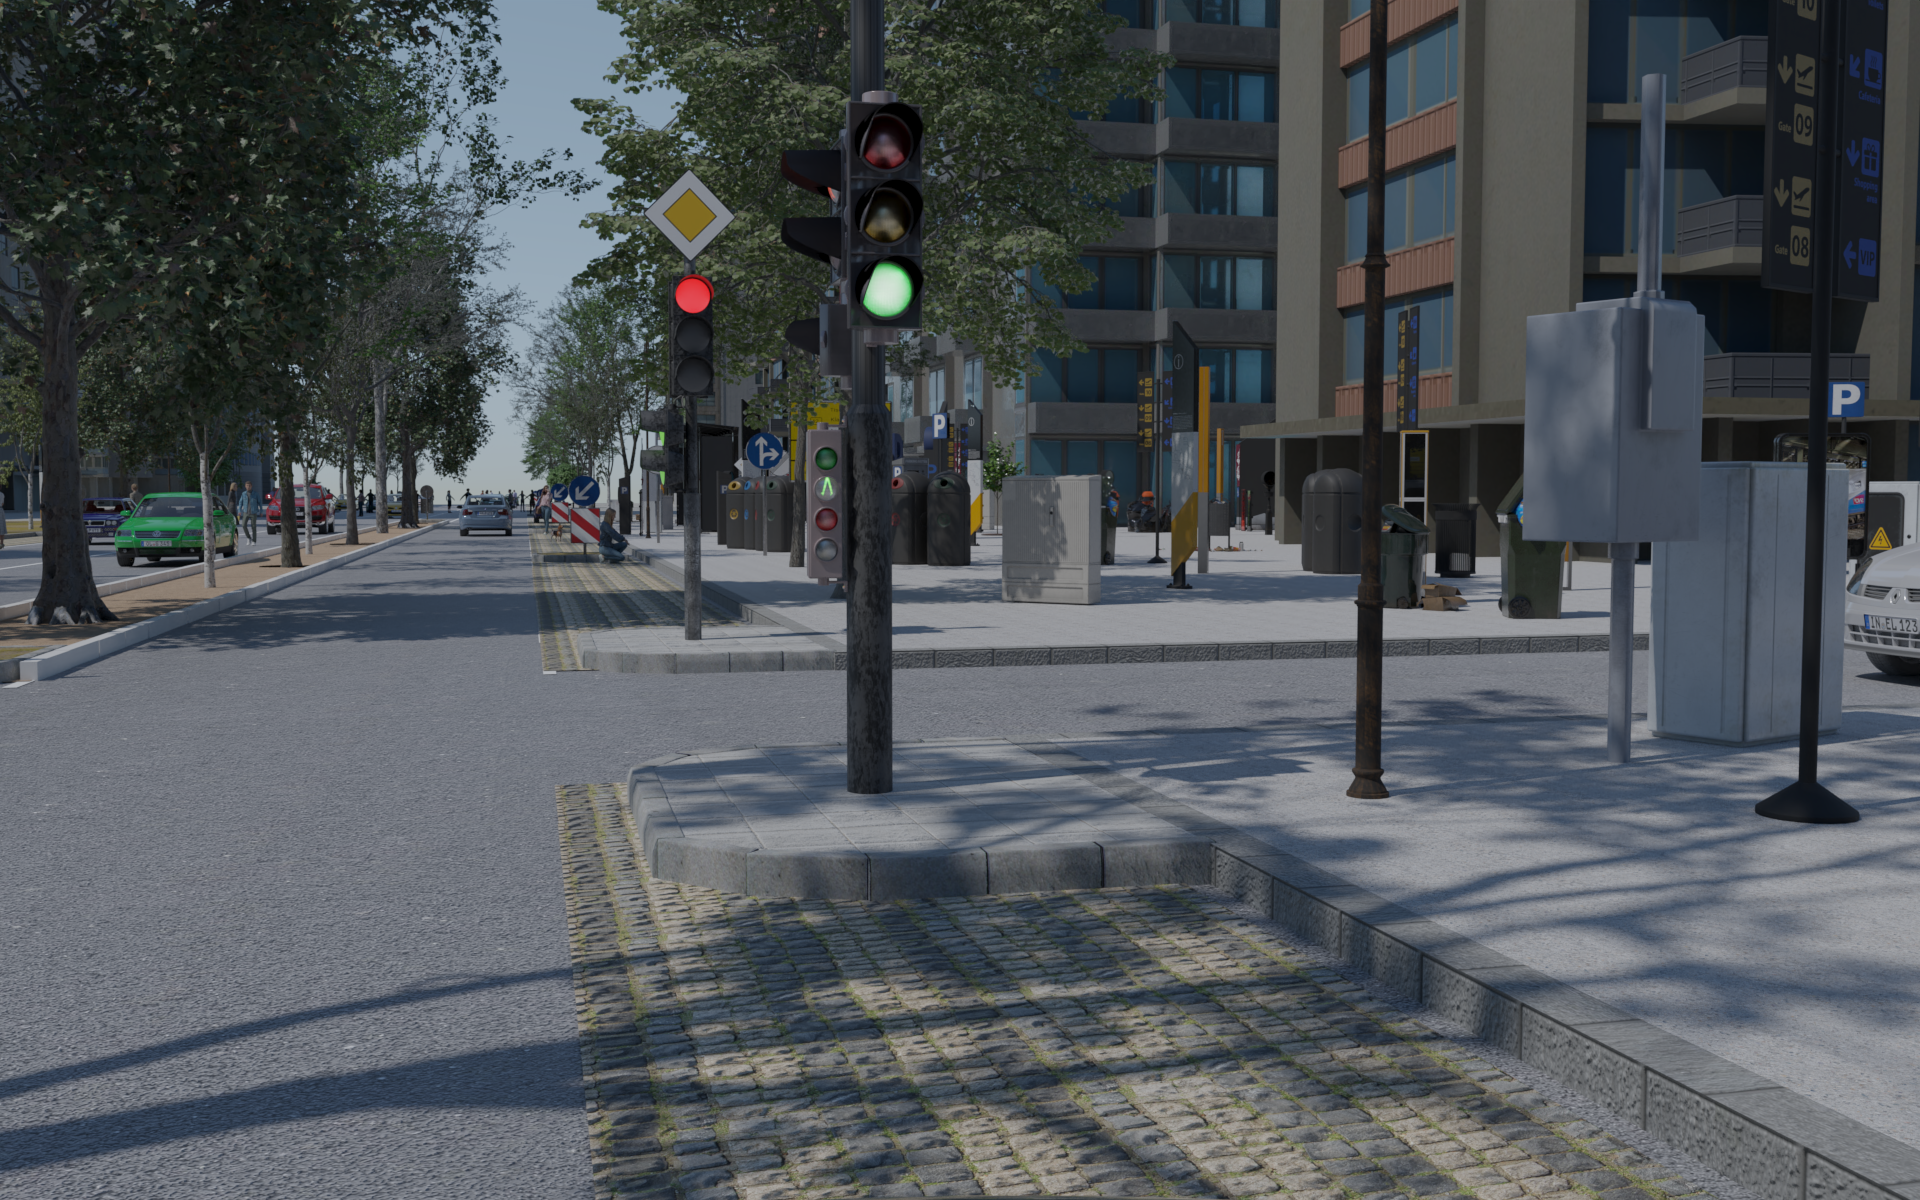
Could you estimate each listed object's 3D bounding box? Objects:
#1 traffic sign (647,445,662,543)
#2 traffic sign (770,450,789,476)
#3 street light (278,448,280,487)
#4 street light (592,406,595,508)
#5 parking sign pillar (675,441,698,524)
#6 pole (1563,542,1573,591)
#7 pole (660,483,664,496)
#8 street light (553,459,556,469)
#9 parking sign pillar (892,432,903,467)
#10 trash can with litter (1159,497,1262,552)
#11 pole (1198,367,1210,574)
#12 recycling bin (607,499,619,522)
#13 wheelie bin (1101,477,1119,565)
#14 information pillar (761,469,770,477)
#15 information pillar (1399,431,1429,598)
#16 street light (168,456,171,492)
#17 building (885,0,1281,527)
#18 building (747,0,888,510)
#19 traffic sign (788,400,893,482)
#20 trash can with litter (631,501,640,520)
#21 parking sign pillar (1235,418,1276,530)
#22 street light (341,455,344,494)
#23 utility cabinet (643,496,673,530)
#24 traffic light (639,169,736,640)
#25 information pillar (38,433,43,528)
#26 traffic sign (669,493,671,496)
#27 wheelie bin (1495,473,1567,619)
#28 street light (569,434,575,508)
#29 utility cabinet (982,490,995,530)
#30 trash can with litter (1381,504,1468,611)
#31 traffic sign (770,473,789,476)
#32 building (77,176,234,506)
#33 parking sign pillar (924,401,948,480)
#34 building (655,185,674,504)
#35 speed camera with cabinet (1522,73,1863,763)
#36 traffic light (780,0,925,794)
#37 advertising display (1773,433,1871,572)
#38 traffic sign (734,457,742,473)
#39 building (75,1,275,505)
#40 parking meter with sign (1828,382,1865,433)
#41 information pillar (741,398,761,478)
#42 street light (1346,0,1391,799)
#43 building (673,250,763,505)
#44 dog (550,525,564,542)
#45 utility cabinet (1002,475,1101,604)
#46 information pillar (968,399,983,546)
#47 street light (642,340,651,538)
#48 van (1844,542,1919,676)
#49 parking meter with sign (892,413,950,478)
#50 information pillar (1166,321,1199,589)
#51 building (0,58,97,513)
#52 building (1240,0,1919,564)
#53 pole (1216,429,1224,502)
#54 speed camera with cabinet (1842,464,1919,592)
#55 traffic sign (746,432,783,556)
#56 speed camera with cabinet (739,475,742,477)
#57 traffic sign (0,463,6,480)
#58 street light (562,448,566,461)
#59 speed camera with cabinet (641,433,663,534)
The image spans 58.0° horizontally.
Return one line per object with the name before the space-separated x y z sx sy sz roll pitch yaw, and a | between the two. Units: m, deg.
traffic sign | -7.889 -2.761 45.246 0.768 2.556 0.104 -1 4 -13
traffic sign | -5.187 -3.044 49.868 0.768 2.556 0.104 -1 4 -10
street light | -48.343 -9.186 122.981 0.468 5.910 1.993 -1 4 -14
street light | -18.565 -7.035 87.807 0.468 5.910 1.993 -1 4 -14
parking sign pillar | -11.733 -5.324 75.519 1.447 3.967 1.447 1 4 10
pole | 8.049 -1.781 22.960 0.158 3.312 0.155 0 3 0
pole | -14.910 -5.681 86.723 0.158 3.312 0.155 0 3 0
street light | -47.967 -14.196 204.894 0.468 5.910 1.993 -1 4 -14
parking sign pillar | -2.196 -4.111 55.683 1.447 3.967 1.447 1 4 12
trash can with litter | 5.570 -1.717 39.131 2.233 1.210 1.678 3 4 38
pole | 3.928 -2.082 27.880 0.158 3.312 0.155 0 3 0
recycling bin | -16.138 -4.205 81.301 0.722 1.027 0.722 0 4 5
wheelie bin | 2.462 -1.444 31.513 0.980 1.594 0.693 2 4 26
information pillar | -5.457 -2.663 48.037 0.304 2.012 0.304 -2 4 -28
information pillar | 5.285 -0.961 20.200 0.304 2.012 0.304 1 4 11
street light | -38.902 -6.873 85.158 0.468 5.910 1.993 -1 4 -14
building | 8.599 -28.100 79.041 23.786 49.044 30.456 -1 4 -14
building | -5.487 -29.673 139.784 22.147 44.769 28.867 -1 4 -14
traffic sign | -2.596 -2.682 37.717 2.265 3.308 0.079 -1 4 -11
trash can with litter | -16.052 -4.503 85.006 1.055 1.170 0.624 0 4 -5
parking sign pillar | 10.572 -4.487 61.833 1.447 3.967 1.447 0 4 -1
street light | -59.115 -11.806 165.817 0.468 5.910 1.993 -1 4 -14
utility cabinet | -10.851 -3.127 62.291 1.020 1.237 0.306 -1 4 -22
traffic light | -2.368 -1.604 15.140 0.839 4.253 0.868 -1 4 -14
information pillar | -34.996 -4.567 66.029 0.183 3.616 0.504 -3 5 -39
traffic sign | -15.080 -5.501 90.040 0.768 2.556 0.104 -1 4 -9
wheelie bin | 5.965 -0.618 18.014 0.693 1.594 0.980 0 4 8
street light | -27.859 -9.286 124.614 0.468 5.910 1.993 -1 4 -14
utility cabinet | 0.690 -3.268 62.108 1.173 1.500 0.318 3 4 38
trash can with litter | 5.165 -0.487 19.344 0.624 1.170 1.055 -3 5 -44
traffic sign | -6.029 -3.482 56.936 0.884 2.594 0.081 -1 4 -11
building | -95.003 -29.989 182.209 32.217 40.220 23.993 -1 4 -14
parking sign pillar | -0.691 -3.746 49.716 1.447 3.967 1.447 1 4 12
building | -29.844 -35.498 235.013 22.147 44.769 28.867 -1 4 -14
speed camera with cabinet | 3.739 -0.886 8.826 2.038 3.252 0.660 -2 4 -35
traffic light | -2.429 -1.962 6.748 4.771 5.953 1.251 -1 4 -14
advertising display | 9.123 -0.805 18.378 0.974 1.923 0.123 0 4 0
traffic sign | -5.445 -2.668 44.807 0.795 2.450 0.064 -1 4 -9
building | -96.125 -40.748 208.231 21.231 58.520 28.212 -1 4 -14
parking meter with sign | 13.943 -1.929 27.807 0.543 3.016 1.738 1 4 13
information pillar | -5.140 -3.132 42.560 0.504 3.616 0.183 -2 4 -27
street light | 1.733 -2.104 7.182 0.468 5.910 1.993 -1 4 -14
building | -28.378 -26.981 212.834 14.160 30.474 14.107 -1 4 -14
dog | -12.096 -1.999 51.975 0.540 0.507 0.406 0 4 6
utility cabinet | 1.059 -0.709 20.274 1.173 1.500 0.318 2 4 33
information pillar | 0.366 -3.135 42.610 0.183 3.616 0.504 -3 5 -41
street light | -9.030 -4.723 50.006 0.468 5.910 1.993 -1 4 -14
van | 8.883 -0.383 13.270 4.112 2.044 2.013 -1 4 -13
parking meter with sign | -1.077 -2.486 36.900 1.738 3.016 0.543 -3 4 -36
information pillar | 3.016 -1.954 23.302 0.183 3.616 0.504 -2 4 -30
building | -78.183 -32.448 119.760 28.713 52.752 27.495 -1 4 -14
building | 21.985 -23.738 42.736 28.867 44.769 22.147 -1 4 -14
pole | 8.107 -3.678 53.979 0.158 3.312 0.155 0 3 0
speed camera with cabinet | 12.853 -1.741 22.799 0.660 3.252 2.038 -2 4 -30
traffic sign | -4.051 -2.191 35.936 0.768 2.556 0.104 0 4 -8
speed camera with cabinet | -10.839 -5.452 83.481 0.660 3.252 2.038 -2 4 -31
traffic sign | -37.403 -4.102 67.174 0.768 2.556 0.104 -1 4 -12
street light | -37.171 -11.601 162.470 0.468 5.910 1.993 -1 4 -14
speed camera with cabinet | -10.095 -3.822 56.827 0.660 3.252 2.038 0 4 -7
